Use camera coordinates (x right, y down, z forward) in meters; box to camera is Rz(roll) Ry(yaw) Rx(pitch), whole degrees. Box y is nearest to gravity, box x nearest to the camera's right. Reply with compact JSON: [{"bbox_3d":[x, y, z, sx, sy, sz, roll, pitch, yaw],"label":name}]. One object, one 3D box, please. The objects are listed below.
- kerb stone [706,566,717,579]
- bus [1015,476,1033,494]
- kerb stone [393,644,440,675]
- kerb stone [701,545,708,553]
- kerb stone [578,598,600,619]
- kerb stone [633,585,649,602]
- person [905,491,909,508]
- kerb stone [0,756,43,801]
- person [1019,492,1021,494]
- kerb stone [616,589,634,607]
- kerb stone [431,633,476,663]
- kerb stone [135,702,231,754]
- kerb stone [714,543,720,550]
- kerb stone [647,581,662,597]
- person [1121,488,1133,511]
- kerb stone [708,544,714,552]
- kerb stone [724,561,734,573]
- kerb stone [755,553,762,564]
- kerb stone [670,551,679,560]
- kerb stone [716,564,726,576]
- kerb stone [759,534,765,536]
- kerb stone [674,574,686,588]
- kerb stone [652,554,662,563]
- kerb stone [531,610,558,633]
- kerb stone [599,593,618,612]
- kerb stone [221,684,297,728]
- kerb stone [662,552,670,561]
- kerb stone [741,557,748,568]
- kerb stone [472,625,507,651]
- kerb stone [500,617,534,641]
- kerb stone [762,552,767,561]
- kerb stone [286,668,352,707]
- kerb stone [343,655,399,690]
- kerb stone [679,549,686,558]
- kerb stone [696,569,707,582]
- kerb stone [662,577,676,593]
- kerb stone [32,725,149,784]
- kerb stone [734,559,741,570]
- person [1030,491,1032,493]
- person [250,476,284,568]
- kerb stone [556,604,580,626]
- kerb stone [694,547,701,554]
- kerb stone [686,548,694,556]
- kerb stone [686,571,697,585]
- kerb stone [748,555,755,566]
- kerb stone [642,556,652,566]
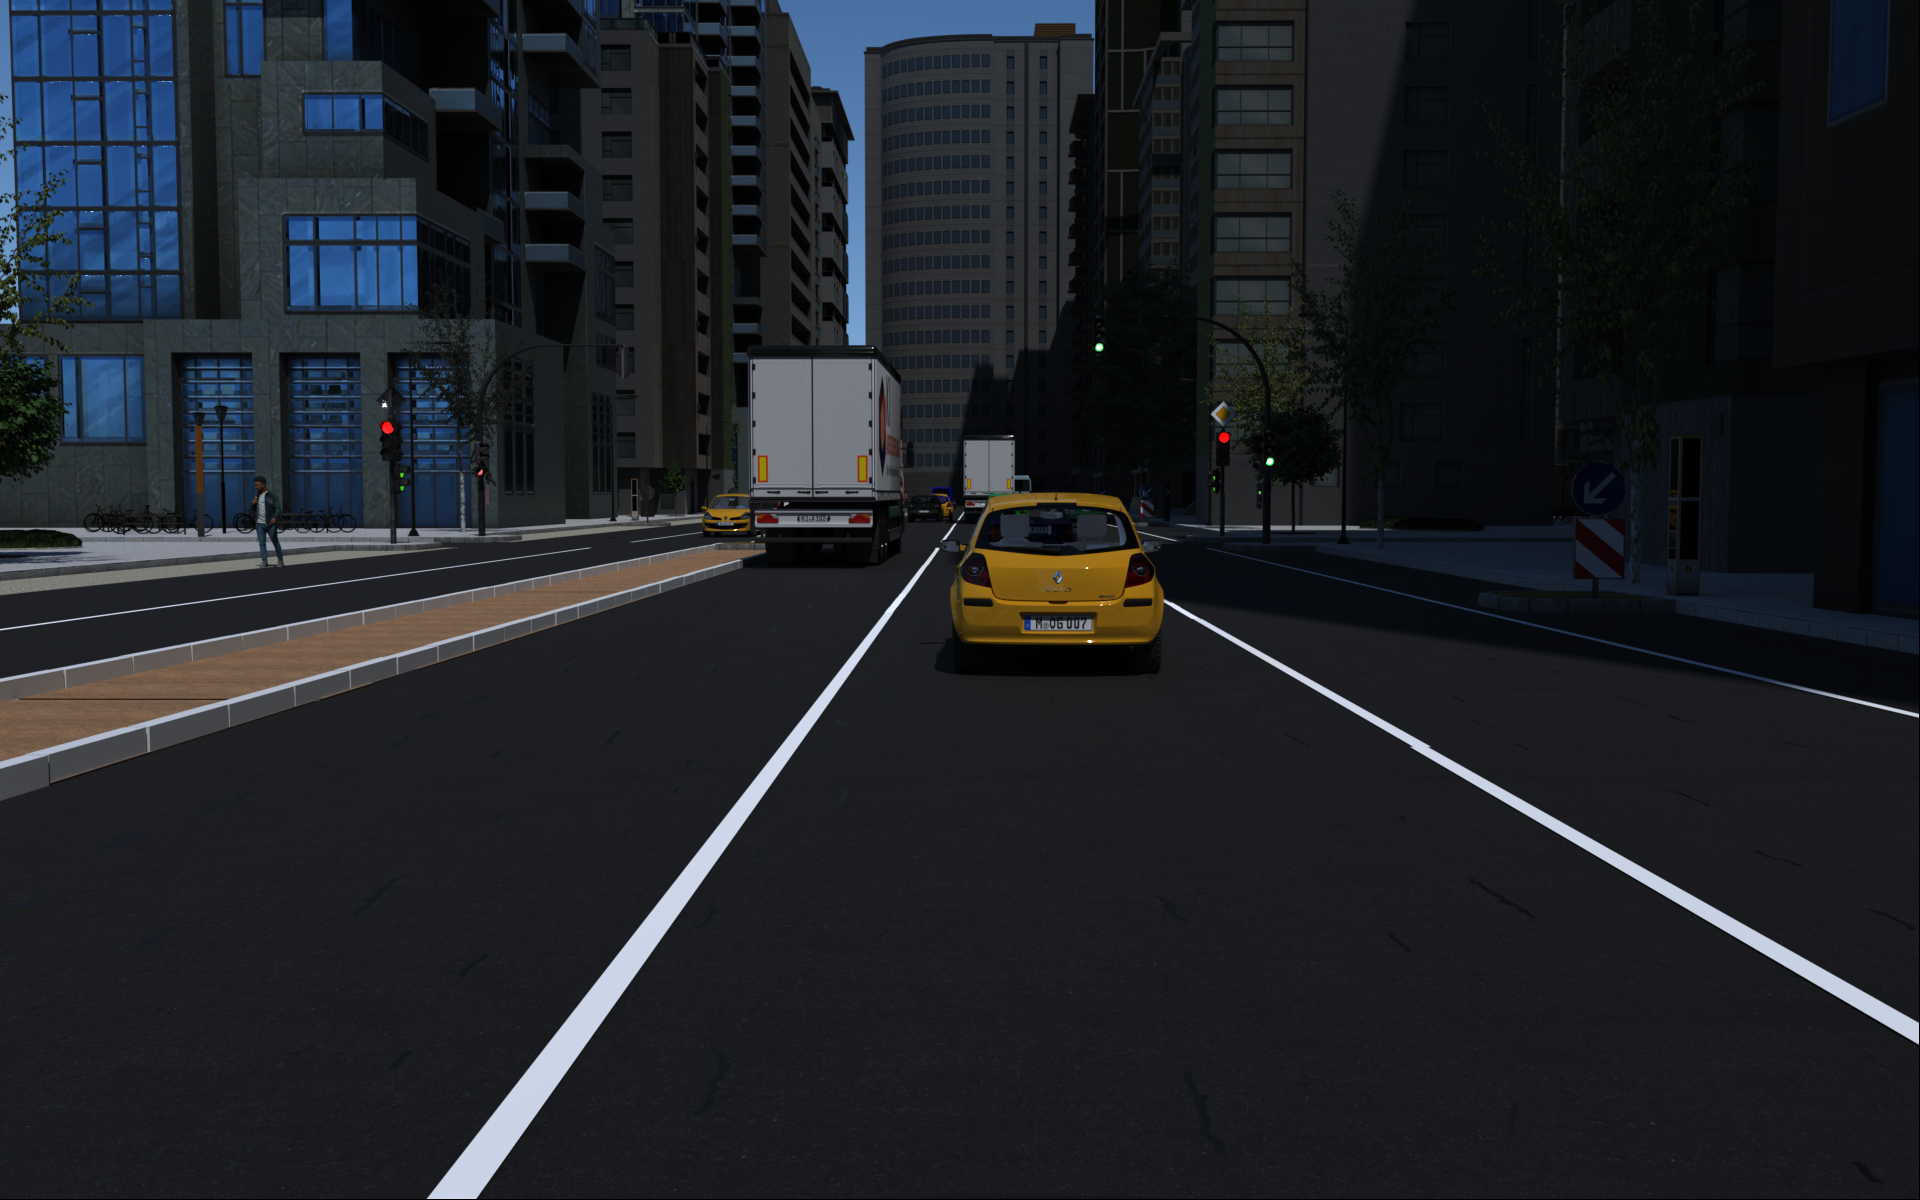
[{"bbox_3d":[-4.328,-0.449,29.536,0.120,0.150,1.000,0,4,1],"label":"kerb stone"},{"bbox_3d":[6.129,-11.360,180.599,2.948,3.499,13.247,0,4,2],"label":"bus"},{"bbox_3d":[-4.485,0.497,14.155,0.120,0.150,1.000,0,4,1],"label":"kerb stone"},{"bbox_3d":[-6.304,-1.200,41.891,0.120,0.150,1.000,0,4,1],"label":"kerb stone"},{"bbox_3d":[-4.420,0.115,20.324,0.120,0.150,1.000,0,4,1],"label":"kerb stone"},{"bbox_3d":[-4.394,-0.068,23.393,0.120,0.150,1.000,0,4,1],"label":"kerb stone"},{"bbox_3d":[-5.327,-10.071,173.876,0.721,1.736,1.217,1,4,14],"label":"person"},{"bbox_3d":[-4.542,0.868,8.008,0.120,0.150,1.000,0,4,1],"label":"kerb stone"},{"bbox_3d":[4.870,-7.987,140.563,0.415,1.643,0.593,-1,4,-21],"label":"person"},{"bbox_3d":[-4.405,-0.011,22.369,0.120,0.150,1.000,0,4,1],"label":"kerb stone"},{"bbox_3d":[-4.474,0.429,15.177,0.120,0.150,1.000,0,4,1],"label":"kerb stone"},{"bbox_3d":[-4.525,0.743,10.055,0.120,0.150,1.000,0,4,1],"label":"kerb stone"},{"bbox_3d":[-6.281,-1.322,43.939,0.120,0.150,1.000,0,4,1],"label":"kerb stone"},{"bbox_3d":[-4.385,-0.133,24.415,0.120,0.150,1.000,0,4,1],"label":"kerb stone"},{"bbox_3d":[12.561,-7.517,129.668,0.721,1.743,1.217,-3,5,-43],"label":"person"},{"bbox_3d":[-6.290,-1.264,42.917,0.120,0.150,1.000,0,4,1],"label":"kerb stone"},{"bbox_3d":[-4.307,-0.574,31.580,0.120,0.150,1.000,0,4,1],"label":"kerb stone"},{"bbox_3d":[-4.265,-0.825,35.690,0.120,0.150,1.000,0,4,1],"label":"kerb stone"},{"bbox_3d":[-6.341,-0.953,37.784,0.120,0.150,1.000,0,4,1],"label":"kerb stone"},{"bbox_3d":[-4.316,-0.509,30.558,0.120,0.150,1.000,0,4,1],"label":"kerb stone"},{"bbox_3d":[-6.165,-1.988,54.727,0.120,0.150,1.000,0,4,1],"label":"kerb stone"},{"bbox_3d":[-4.365,-0.261,26.467,0.120,0.150,1.000,0,4,1],"label":"kerb stone"},{"bbox_3d":[-6.360,-0.828,35.732,0.120,0.150,1.000,0,4,1],"label":"kerb stone"},{"bbox_3d":[-4.449,0.243,18.265,0.120,0.150,1.000,0,4,1],"label":"kerb stone"},{"bbox_3d":[-4.412,0.052,21.346,0.120,0.150,1.000,0,4,1],"label":"kerb stone"},{"bbox_3d":[-4.516,0.682,11.077,0.120,0.150,1.000,0,4,1],"label":"kerb stone"},{"bbox_3d":[-6.357,-0.891,36.756,0.120,0.150,1.000,0,4,1],"label":"kerb stone"},{"bbox_3d":[-4.284,-0.699,33.630,0.120,0.150,1.000,0,4,1],"label":"kerb stone"},{"bbox_3d":[-4.460,0.366,16.207,0.120,0.150,1.000,0,4,1],"label":"kerb stone"},{"bbox_3d":[-4.458,0.303,17.243,0.120,0.150,1.000,0,4,1],"label":"kerb stone"},{"bbox_3d":[-4.257,-0.888,36.712,0.120,0.150,1.000,0,4,1],"label":"kerb stone"},{"bbox_3d":[-4.508,0.619,12.104,0.120,0.150,1.000,0,4,1],"label":"kerb stone"},{"bbox_3d":[-4.499,0.554,13.133,0.120,0.150,1.000,0,4,1],"label":"kerb stone"},{"bbox_3d":[-6.335,-1.017,38.823,0.120,0.150,1.000,0,4,1],"label":"kerb stone"},{"bbox_3d":[-4.339,-0.386,28.514,0.120,0.150,1.000,0,4,1],"label":"kerb stone"},{"bbox_3d":[-4.365,-0.196,25.445,0.120,0.150,1.000,0,4,1],"label":"kerb stone"},{"bbox_3d":[-4.542,0.805,9.031,0.120,0.150,1.000,0,4,1],"label":"kerb stone"},{"bbox_3d":[-4.298,-0.636,32.603,0.120,0.150,1.000,0,4,1],"label":"kerb stone"},{"bbox_3d":[6.366,-8.813,153.300,0.721,1.736,1.217,0,4,7],"label":"person"},{"bbox_3d":[-13.495,-1.519,33.676,0.623,1.781,0.721,0,4,-4],"label":"person"},{"bbox_3d":[-4.432,0.178,19.287,0.120,0.150,1.000,0,4,1],"label":"kerb stone"},{"bbox_3d":[-6.316,-1.142,40.867,0.120,0.150,1.000,0,4,1],"label":"kerb stone"},{"bbox_3d":[-6.320,-1.079,39.845,0.120,0.150,1.000,0,4,1],"label":"kerb stone"},{"bbox_3d":[-4.350,-0.316,27.489,0.120,0.150,1.000,0,4,1],"label":"kerb stone"},{"bbox_3d":[-4.279,-0.760,34.658,0.120,0.150,1.000,0,4,1],"label":"kerb stone"},{"bbox_3d":[-6.381,-0.765,34.706,0.120,0.150,1.000,0,4,1],"label":"kerb stone"}]
